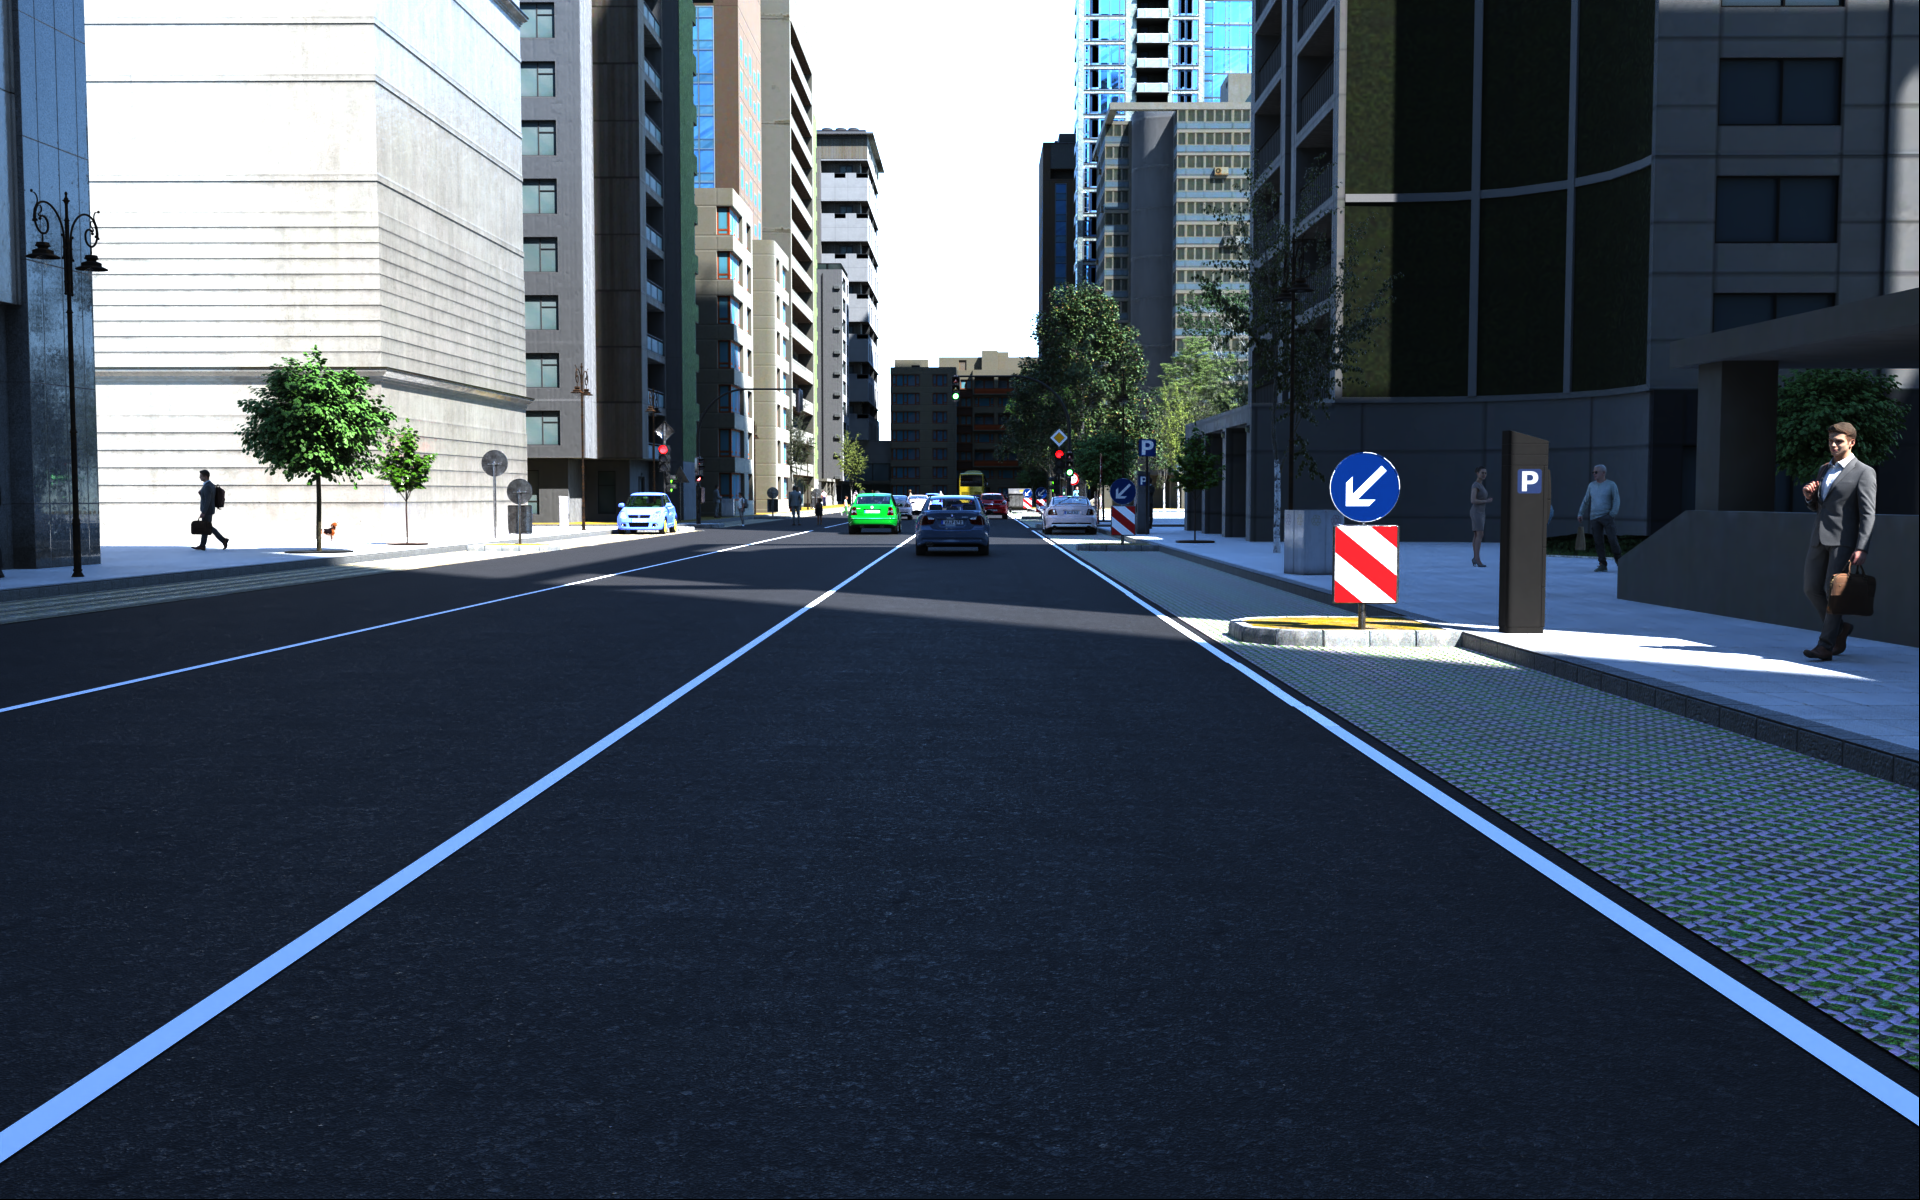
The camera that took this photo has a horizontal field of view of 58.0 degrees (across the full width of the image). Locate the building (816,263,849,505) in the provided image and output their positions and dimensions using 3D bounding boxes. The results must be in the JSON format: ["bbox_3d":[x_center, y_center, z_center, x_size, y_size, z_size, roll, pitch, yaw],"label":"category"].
[{"bbox_3d":[-21.095,-27.255,217.316,14.107,30.474,14.160,0,4,1],"label":"building"}]

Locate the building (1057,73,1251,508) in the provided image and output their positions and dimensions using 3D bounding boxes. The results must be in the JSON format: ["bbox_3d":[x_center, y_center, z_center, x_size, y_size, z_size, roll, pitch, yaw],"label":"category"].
[{"bbox_3d":[25.631,-28.902,164.427,32.217,40.220,23.993,0,4,1],"label":"building"}]

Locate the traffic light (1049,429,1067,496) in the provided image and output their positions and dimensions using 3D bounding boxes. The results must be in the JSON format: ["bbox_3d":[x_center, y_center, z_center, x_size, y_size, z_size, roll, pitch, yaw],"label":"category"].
[{"bbox_3d":[4.230,-5.223,74.316,0.839,4.253,0.868,0,4,1],"label":"traffic light"}]

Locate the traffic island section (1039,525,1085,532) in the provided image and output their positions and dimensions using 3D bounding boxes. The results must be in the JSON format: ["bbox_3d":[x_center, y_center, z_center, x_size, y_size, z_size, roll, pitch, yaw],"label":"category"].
[{"bbox_3d":[4.192,-2.701,66.445,2.009,0.180,2.903,0,4,1],"label":"traffic island section"}]

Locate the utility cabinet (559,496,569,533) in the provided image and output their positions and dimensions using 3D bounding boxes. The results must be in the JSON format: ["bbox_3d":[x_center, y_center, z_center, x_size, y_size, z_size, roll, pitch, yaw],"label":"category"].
[{"bbox_3d":[-13.046,-2.810,57.098,0.306,1.237,1.020,-1,4,-11],"label":"utility cabinet"}]

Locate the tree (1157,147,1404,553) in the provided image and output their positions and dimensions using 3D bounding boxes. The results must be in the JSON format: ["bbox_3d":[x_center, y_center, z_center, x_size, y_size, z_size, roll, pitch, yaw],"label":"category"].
[{"bbox_3d":[7.137,-5.327,37.465,4.360,8.622,3.978,0,3,0],"label":"tree"}]

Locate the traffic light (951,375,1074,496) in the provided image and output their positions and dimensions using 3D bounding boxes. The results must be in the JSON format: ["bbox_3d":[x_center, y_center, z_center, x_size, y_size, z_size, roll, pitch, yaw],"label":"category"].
[{"bbox_3d":[2.059,-5.599,66.210,4.771,5.953,1.251,0,4,1],"label":"traffic light"}]

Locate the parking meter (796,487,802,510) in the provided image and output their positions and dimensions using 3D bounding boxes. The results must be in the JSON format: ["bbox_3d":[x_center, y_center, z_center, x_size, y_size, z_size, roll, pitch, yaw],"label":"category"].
[{"bbox_3d":[-12.866,-8.108,138.274,0.255,1.863,0.399,3,5,40],"label":"parking meter"}]

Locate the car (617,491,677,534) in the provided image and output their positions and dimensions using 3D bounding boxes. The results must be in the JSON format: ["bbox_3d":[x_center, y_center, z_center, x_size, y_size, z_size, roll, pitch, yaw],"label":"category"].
[{"bbox_3d":[-11.283,-3.236,62.496,1.945,1.707,3.694,0,4,-1],"label":"car"}]

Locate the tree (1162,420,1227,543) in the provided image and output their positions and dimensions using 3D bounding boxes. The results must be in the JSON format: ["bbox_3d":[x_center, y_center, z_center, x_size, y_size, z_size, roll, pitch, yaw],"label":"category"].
[{"bbox_3d":[6.075,-3.116,45.550,1.663,3.219,1.824,0,3,0],"label":"tree"}]

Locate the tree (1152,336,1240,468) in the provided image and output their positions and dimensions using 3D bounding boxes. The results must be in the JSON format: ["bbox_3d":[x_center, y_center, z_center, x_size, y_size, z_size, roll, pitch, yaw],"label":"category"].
[{"bbox_3d":[17.031,-12.641,124.805,7.486,12.596,7.792,0,3,0],"label":"tree"}]

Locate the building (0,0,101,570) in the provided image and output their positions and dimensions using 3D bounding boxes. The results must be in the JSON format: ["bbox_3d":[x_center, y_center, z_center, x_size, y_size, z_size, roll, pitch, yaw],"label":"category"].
[{"bbox_3d":[-21.887,-12.427,21.207,12.078,24.808,19.932,0,4,1],"label":"building"}]

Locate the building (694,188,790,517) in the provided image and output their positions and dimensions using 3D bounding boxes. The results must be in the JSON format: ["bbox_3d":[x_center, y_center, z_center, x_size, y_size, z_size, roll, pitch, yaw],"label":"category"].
[{"bbox_3d":[-26.494,-16.366,112.625,27.650,21.520,28.899,0,4,1],"label":"building"}]

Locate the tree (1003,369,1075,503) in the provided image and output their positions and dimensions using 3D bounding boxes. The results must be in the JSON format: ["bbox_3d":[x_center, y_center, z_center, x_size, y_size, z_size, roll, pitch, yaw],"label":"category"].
[{"bbox_3d":[7.088,-12.977,137.934,9.928,11.665,9.643,0,3,0],"label":"tree"}]

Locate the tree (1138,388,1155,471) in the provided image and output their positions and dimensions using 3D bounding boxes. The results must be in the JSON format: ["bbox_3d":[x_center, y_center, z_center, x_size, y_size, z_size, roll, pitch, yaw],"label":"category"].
[{"bbox_3d":[13.391,-10.103,115.551,4.360,8.622,3.978,0,3,0],"label":"tree"}]

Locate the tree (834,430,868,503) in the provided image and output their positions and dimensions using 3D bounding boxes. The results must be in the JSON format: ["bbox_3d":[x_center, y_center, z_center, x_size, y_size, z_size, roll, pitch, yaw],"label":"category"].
[{"bbox_3d":[-12.373,-15.114,197.473,4.737,8.622,4.395,0,3,0],"label":"tree"}]

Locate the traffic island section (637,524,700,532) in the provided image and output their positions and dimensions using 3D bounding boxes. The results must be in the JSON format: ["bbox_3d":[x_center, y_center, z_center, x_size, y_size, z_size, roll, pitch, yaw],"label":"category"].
[{"bbox_3d":[-11.349,-2.711,66.601,2.009,0.180,2.903,0,4,1],"label":"traffic island section"}]

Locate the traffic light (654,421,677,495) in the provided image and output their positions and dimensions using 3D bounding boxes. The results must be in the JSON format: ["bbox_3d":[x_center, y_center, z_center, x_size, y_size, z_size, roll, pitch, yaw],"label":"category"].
[{"bbox_3d":[-11.309,-4.743,66.466,0.839,4.253,0.868,0,4,1],"label":"traffic light"}]

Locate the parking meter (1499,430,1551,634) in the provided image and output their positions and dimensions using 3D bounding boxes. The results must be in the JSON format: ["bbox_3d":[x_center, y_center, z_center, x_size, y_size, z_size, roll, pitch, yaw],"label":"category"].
[{"bbox_3d":[5.216,-0.629,15.992,0.399,1.863,0.255,0,4,-2],"label":"parking meter"}]

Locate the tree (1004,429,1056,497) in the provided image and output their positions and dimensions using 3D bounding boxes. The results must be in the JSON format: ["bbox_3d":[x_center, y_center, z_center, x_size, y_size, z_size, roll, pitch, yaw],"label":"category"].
[{"bbox_3d":[8.096,-13.018,147.252,8.767,10.594,7.601,0,4,-2],"label":"tree"}]

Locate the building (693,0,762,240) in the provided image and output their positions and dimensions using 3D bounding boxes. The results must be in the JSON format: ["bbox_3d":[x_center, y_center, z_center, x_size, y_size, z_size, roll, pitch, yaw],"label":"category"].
[{"bbox_3d":[-23.921,-30.046,141.369,14.600,45.320,14.200,0,4,1],"label":"building"}]

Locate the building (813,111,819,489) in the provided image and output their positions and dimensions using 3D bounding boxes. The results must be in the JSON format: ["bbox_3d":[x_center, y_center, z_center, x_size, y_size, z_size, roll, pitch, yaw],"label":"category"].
[{"bbox_3d":[-22.275,-30.232,177.882,14.154,41.232,14.086,0,4,1],"label":"building"}]

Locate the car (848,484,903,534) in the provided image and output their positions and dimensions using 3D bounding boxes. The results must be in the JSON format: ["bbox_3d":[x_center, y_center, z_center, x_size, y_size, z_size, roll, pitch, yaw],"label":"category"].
[{"bbox_3d":[-3.077,-3.327,63.200,1.959,1.807,4.718,0,4,0],"label":"car"}]

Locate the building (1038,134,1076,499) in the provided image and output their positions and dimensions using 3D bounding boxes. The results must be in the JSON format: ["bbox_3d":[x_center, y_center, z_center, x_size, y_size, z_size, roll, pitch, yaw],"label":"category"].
[{"bbox_3d":[16.909,-34.586,215.598,14.600,45.320,14.200,0,4,1],"label":"building"}]

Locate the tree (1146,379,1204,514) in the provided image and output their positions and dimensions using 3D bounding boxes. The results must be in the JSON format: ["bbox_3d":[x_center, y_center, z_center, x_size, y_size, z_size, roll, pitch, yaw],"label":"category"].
[{"bbox_3d":[13.762,-9.777,110.223,4.737,8.622,4.395,0,3,0],"label":"tree"}]

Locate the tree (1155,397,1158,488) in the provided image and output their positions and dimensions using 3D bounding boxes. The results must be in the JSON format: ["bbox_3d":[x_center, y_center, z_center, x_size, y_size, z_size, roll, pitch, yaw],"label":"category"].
[{"bbox_3d":[14.423,-9.256,101.704,4.360,8.622,3.978,0,3,0],"label":"tree"}]

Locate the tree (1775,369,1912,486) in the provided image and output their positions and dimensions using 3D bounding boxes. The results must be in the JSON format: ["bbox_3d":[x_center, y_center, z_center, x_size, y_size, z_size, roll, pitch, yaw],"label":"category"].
[{"bbox_3d":[19.009,-3.327,38.105,4.285,4.588,4.351,0,3,0],"label":"tree"}]

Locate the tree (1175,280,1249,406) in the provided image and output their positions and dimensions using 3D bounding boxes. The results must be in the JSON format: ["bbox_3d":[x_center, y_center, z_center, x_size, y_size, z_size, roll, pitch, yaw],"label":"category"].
[{"bbox_3d":[24.261,-17.181,136.805,12.611,20.169,13.585,0,3,0],"label":"tree"}]

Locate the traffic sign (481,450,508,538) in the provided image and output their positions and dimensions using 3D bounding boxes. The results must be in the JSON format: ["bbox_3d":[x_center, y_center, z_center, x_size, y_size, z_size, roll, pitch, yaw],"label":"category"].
[{"bbox_3d":[-13.450,-3.056,50.065,0.768,2.556,0.104,0,4,2],"label":"traffic sign"}]

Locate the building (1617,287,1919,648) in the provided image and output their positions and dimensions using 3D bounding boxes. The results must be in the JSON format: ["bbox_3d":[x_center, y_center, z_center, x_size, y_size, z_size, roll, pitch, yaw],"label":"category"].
[{"bbox_3d":[24.100,-19.637,12.941,32.217,40.220,23.993,0,4,1],"label":"building"}]

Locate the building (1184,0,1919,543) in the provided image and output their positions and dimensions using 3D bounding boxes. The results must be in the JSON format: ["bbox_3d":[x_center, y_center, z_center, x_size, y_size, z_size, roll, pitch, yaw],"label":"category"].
[{"bbox_3d":[18.060,-37.349,48.906,20.563,71.187,20.611,0,4,1],"label":"building"}]

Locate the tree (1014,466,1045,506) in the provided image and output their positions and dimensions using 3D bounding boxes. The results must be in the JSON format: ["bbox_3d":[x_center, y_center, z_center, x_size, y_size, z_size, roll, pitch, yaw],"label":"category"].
[{"bbox_3d":[7.888,-13.067,197.360,4.285,4.588,4.351,0,3,0],"label":"tree"}]

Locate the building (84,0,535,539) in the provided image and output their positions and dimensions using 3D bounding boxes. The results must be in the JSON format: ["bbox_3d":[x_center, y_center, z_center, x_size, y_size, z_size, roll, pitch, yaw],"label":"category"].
[{"bbox_3d":[-37.686,-17.121,56.343,44.131,29.872,17.030,0,4,1],"label":"building"}]

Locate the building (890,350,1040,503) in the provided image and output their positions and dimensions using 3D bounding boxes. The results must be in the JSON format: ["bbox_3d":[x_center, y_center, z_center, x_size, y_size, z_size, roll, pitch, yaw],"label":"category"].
[{"bbox_3d":[5.105,-24.736,249.468,28.899,21.520,27.650,0,4,1],"label":"building"}]

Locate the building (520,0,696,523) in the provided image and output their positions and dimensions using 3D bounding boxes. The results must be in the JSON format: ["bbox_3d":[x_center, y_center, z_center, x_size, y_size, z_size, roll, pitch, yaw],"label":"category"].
[{"bbox_3d":[-20.597,-24.376,82.139,14.154,41.232,14.086,0,4,1],"label":"building"}]

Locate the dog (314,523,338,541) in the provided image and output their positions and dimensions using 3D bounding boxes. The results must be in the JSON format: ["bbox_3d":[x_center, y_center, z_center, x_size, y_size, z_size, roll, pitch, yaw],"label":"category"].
[{"bbox_3d":[-17.217,-1.849,47.064,0.406,0.507,0.540,1,4,12],"label":"dog"}]

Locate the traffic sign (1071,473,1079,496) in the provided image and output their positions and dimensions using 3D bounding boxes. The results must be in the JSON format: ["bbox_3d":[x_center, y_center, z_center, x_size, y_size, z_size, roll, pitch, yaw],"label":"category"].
[{"bbox_3d":[6.574,-6.172,101.012,0.768,2.556,0.104,0,4,6],"label":"traffic sign"}]

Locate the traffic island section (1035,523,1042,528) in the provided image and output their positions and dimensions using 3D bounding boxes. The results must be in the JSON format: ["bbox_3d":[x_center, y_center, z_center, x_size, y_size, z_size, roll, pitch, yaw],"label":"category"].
[{"bbox_3d":[4.270,-3.190,74.429,2.009,0.180,2.903,0,4,1],"label":"traffic island section"}]

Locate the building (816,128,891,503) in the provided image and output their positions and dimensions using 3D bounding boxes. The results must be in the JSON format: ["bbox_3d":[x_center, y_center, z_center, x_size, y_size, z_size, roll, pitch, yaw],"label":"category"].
[{"bbox_3d":[-23.092,-40.331,248.656,27.495,52.752,28.713,0,4,1],"label":"building"}]

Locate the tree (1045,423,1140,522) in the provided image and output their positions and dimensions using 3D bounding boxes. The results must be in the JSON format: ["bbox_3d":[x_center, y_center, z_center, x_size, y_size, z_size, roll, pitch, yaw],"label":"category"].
[{"bbox_3d":[6.762,-5.923,80.560,4.285,4.588,4.351,0,3,0],"label":"tree"}]

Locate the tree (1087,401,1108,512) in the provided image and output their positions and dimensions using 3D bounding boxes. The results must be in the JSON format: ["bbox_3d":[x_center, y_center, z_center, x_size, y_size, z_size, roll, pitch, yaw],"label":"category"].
[{"bbox_3d":[9.958,-10.503,122.079,4.737,8.622,4.395,0,3,0],"label":"tree"}]

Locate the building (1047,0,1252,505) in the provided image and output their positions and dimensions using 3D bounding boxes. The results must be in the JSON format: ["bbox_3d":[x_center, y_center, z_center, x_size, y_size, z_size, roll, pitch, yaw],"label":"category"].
[{"bbox_3d":[21.480,-53.722,191.020,22.319,86.520,31.000,0,4,1],"label":"building"}]

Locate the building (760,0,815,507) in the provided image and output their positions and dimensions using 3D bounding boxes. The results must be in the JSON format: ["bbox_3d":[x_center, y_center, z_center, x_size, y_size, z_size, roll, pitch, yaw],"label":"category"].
[{"bbox_3d":[-25.141,-32.794,159.876,21.300,48.544,21.600,0,4,1],"label":"building"}]

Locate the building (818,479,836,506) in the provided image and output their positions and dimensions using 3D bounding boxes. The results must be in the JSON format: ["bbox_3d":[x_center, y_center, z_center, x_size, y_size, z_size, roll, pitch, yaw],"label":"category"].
[{"bbox_3d":[-30.835,-30.909,197.247,32.217,40.220,23.993,0,4,1],"label":"building"}]

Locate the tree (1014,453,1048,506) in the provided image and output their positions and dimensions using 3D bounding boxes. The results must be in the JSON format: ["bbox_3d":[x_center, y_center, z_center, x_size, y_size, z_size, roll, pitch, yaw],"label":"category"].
[{"bbox_3d":[7.757,-14.298,184.134,4.360,8.622,3.978,0,3,0],"label":"tree"}]

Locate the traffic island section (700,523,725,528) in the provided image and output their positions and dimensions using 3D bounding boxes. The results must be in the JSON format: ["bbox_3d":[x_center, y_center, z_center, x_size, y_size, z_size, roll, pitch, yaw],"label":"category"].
[{"bbox_3d":[-11.270,-3.199,74.586,2.009,0.180,2.903,0,4,1],"label":"traffic island section"}]

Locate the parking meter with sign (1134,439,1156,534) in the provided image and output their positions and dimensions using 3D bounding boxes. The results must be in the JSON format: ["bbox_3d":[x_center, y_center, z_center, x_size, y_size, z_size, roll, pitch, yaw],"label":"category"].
[{"bbox_3d":[5.878,-3.639,55.766,0.543,3.016,1.738,0,4,-3],"label":"parking meter with sign"}]

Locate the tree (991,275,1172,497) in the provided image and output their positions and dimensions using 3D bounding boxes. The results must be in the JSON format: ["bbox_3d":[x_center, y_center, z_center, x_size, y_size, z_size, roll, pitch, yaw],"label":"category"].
[{"bbox_3d":[6.372,-10.649,91.124,9.611,12.733,9.660,0,3,0],"label":"tree"}]

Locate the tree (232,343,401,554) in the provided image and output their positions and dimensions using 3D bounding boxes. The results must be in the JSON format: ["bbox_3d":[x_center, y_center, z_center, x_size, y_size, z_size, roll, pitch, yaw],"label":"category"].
[{"bbox_3d":[-13.996,-3.308,37.801,4.285,4.588,4.351,0,3,0],"label":"tree"}]

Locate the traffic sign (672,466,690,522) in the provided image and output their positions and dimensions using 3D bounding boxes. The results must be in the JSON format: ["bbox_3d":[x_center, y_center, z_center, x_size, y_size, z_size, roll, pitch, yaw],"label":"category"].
[{"bbox_3d":[-13.031,-4.932,80.640,0.884,2.594,0.081,0,4,6],"label":"traffic sign"}]

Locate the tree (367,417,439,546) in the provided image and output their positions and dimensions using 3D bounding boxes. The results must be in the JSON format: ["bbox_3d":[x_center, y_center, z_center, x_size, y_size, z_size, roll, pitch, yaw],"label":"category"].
[{"bbox_3d":[-13.818,-2.989,43.472,1.663,3.219,1.824,0,3,0],"label":"tree"}]

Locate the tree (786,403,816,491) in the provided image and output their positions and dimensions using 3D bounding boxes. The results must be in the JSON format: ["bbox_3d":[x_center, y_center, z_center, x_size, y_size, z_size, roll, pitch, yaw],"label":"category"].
[{"bbox_3d":[-12.771,-11.142,132.533,4.360,8.622,3.978,0,3,0],"label":"tree"}]

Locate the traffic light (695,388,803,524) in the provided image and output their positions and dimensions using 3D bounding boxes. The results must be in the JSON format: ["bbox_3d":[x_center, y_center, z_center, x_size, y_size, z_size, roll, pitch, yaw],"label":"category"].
[{"bbox_3d":[-9.138,-6.104,74.466,4.771,5.953,1.251,0,4,1],"label":"traffic light"}]
